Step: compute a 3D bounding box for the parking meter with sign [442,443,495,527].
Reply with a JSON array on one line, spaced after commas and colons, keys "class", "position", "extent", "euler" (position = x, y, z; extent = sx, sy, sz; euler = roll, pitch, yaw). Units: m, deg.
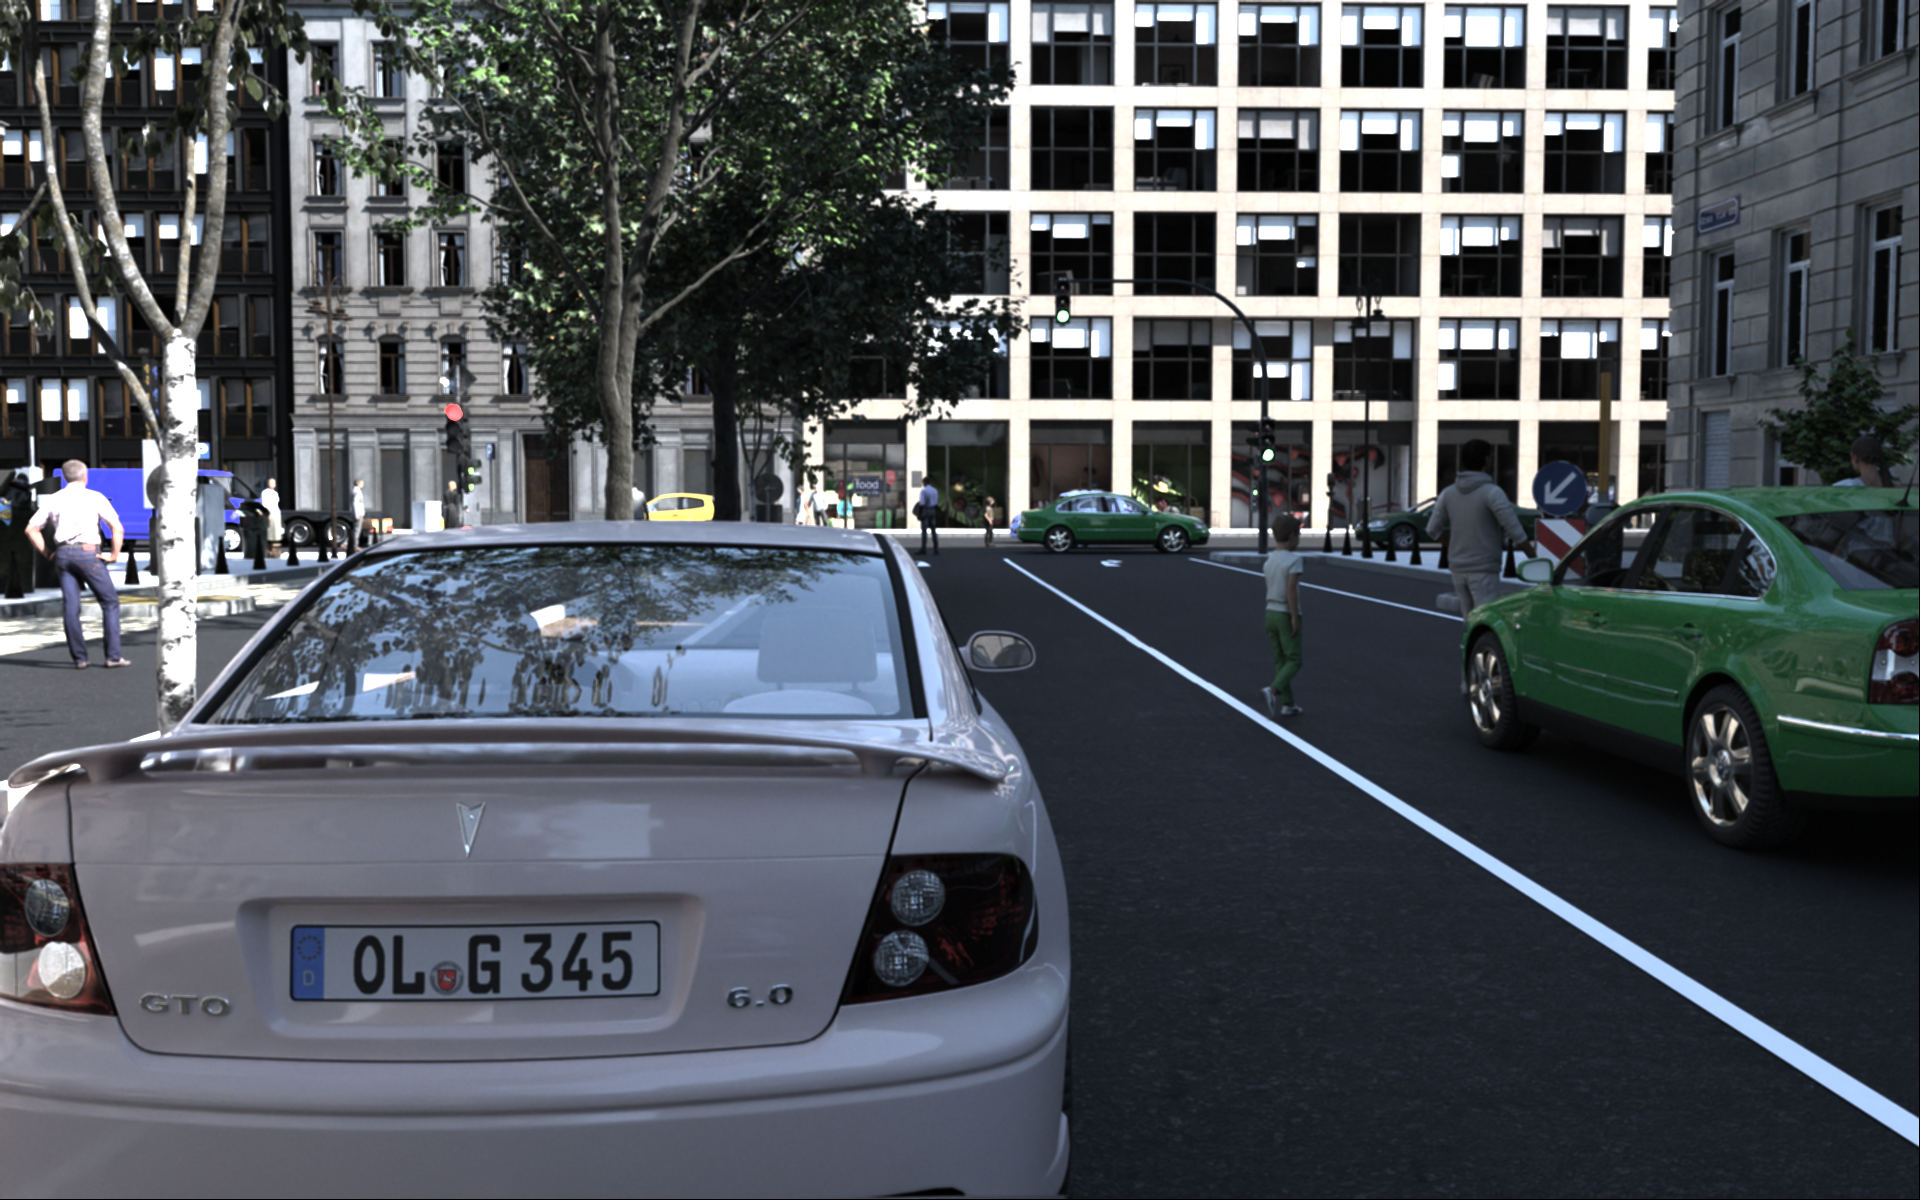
[{"class": "parking meter with sign", "position": [-16.848, -3.857, 59.323], "extent": [1.738, 3.016, 0.543], "euler": [-3, 4, -37]}]

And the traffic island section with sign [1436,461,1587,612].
[{"class": "traffic island section with sign", "position": [7.019, -0.783, 21.430], "extent": [1.989, 1.847, 2.006], "euler": [0, 4, -2]}]

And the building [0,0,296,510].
[{"class": "building", "position": [-32.161, -14.532, 67.275], "extent": [15.834, 23.373, 12.332], "euler": [0, 4, -2]}]

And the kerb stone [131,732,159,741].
[{"class": "kerb stone", "position": [-4.259, 0.797, 9.158], "extent": [0.120, 0.150, 1.000], "euler": [0, 4, -2]}]

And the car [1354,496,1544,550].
[{"class": "car", "position": [12.755, -2.038, 45.124], "extent": [4.920, 1.459, 2.131], "euler": [0, 4, -1]}]

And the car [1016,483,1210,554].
[{"class": "car", "position": [3.725, -2.049, 42.303], "extent": [4.718, 1.807, 1.959], "euler": [0, 4, 0]}]

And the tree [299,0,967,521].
[{"class": "tree", "position": [-3.184, -5.379, 16.167], "extent": [9.928, 11.665, 9.643], "euler": [0, 3, 0]}]

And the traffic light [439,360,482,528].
[{"class": "traffic light", "position": [-10.500, -2.900, 36.338], "extent": [0.839, 4.253, 0.868], "euler": [0, 4, -2]}]

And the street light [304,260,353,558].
[{"class": "street light", "position": [-12.501, -3.771, 34.436], "extent": [0.468, 5.910, 1.993], "euler": [0, 4, -2]}]

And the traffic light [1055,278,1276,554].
[{"class": "traffic light", "position": [4.363, -3.795, 36.714], "extent": [4.771, 5.953, 1.251], "euler": [0, 4, -2]}]

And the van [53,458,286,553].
[{"class": "van", "position": [-19.330, -2.330, 42.477], "extent": [5.245, 2.365, 2.240], "euler": [0, 4, -1]}]

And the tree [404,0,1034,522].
[{"class": "tree", "position": [-3.551, -6.516, 25.999], "extent": [9.611, 12.733, 9.660], "euler": [0, 3, 0]}]

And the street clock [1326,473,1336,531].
[{"class": "street clock", "position": [12.851, -3.393, 60.038], "extent": [0.358, 2.002, 0.471], "euler": [0, 4, 6]}]

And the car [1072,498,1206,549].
[{"class": "car", "position": [4.332, -2.086, 46.102], "extent": [4.499, 1.417, 2.014], "euler": [0, 4, -4]}]

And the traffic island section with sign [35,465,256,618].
[{"class": "traffic island section with sign", "position": [-9.692, -0.751, 20.900], "extent": [1.989, 1.847, 2.006], "euler": [0, 4, -2]}]

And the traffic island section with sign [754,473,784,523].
[{"class": "traffic island section with sign", "position": [-4.138, -1.761, 36.922], "extent": [2.006, 1.907, 1.989], "euler": [0, 4, -2]}]

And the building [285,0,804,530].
[{"class": "building", "position": [-14.977, -13.267, 66.069], "extent": [18.267, 20.994, 9.793], "euler": [0, 4, -2]}]

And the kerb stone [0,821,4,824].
[{"class": "kerb stone", "position": [-4.183, 0.925, 7.099], "extent": [0.120, 0.150, 1.000], "euler": [0, 4, -2]}]

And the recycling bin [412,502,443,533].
[{"class": "recycling bin", "position": [-17.745, -2.760, 57.676], "extent": [0.722, 1.027, 0.722], "euler": [2, 4, 28]}]

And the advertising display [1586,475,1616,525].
[{"class": "advertising display", "position": [21.925, -3.306, 59.262], "extent": [0.974, 1.923, 0.123], "euler": [3, 4, 36]}]

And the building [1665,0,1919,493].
[{"class": "building", "position": [19.413, -13.648, 20.409], "extent": [12.463, 27.353, 25.104], "euler": [0, 4, -2]}]

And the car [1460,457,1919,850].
[{"class": "car", "position": [3.895, 0.025, 8.391], "extent": [1.959, 1.807, 4.718], "euler": [0, 4, -3]}]

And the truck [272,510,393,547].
[{"class": "truck", "position": [-25.272, -3.502, 47.008], "extent": [18.799, 4.110, 2.967], "euler": [0, 4, -3]}]

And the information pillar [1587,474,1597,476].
[{"class": "information pillar", "position": [22.609, -3.515, 61.969], "extent": [0.304, 2.012, 0.304], "euler": [2, 4, 28]}]

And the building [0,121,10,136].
[{"class": "building", "position": [-28.465, -11.144, 23.998], "extent": [24.055, 21.916, 13.314], "euler": [0, 4, -2]}]

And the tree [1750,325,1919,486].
[{"class": "tree", "position": [10.272, -1.549, 19.933], "extent": [1.663, 3.219, 1.824], "euler": [0, 3, 0]}]

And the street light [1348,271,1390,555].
[{"class": "street light", "position": [8.485, -3.872, 36.103], "extent": [0.468, 5.910, 1.993], "euler": [0, 4, -2]}]

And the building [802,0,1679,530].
[{"class": "building", "position": [11.058, -16.328, 71.472], "extent": [34.151, 26.468, 19.350], "euler": [0, 4, -2]}]

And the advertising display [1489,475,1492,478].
[{"class": "advertising display", "position": [17.844, -3.325, 59.579], "extent": [0.123, 1.923, 0.974], "euler": [-3, 4, -37]}]

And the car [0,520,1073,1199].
[{"class": "car", "position": [-0.784, 0.468, 4.718], "extent": [2.083, 1.381, 4.827], "euler": [0, 4, -3]}]

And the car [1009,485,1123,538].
[{"class": "car", "position": [3.293, -2.513, 50.675], "extent": [3.694, 1.707, 1.945], "euler": [0, 4, -3]}]

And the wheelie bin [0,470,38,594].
[{"class": "wheelie bin", "position": [-12.392, -0.891, 22.481], "extent": [0.980, 1.594, 0.693], "euler": [3, 5, 40]}]

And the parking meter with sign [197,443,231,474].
[{"class": "parking meter with sign", "position": [-25.768, -3.920, 60.353], "extent": [1.738, 3.016, 0.543], "euler": [-1, 4, -17]}]

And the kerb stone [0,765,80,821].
[{"class": "kerb stone", "position": [-4.218, 0.860, 8.134], "extent": [0.120, 0.150, 1.000], "euler": [0, 4, -2]}]

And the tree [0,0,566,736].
[{"class": "tree", "position": [-3.091, -3.302, 6.812], "extent": [4.360, 8.622, 3.978], "euler": [0, 3, 0]}]

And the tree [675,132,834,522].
[{"class": "tree", "position": [-4.110, -4.983, 34.289], "extent": [4.737, 8.622, 4.395], "euler": [0, 3, 0]}]

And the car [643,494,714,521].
[{"class": "car", "position": [-9.344, -2.750, 55.180], "extent": [3.980, 1.641, 2.015], "euler": [0, 4, -3]}]
